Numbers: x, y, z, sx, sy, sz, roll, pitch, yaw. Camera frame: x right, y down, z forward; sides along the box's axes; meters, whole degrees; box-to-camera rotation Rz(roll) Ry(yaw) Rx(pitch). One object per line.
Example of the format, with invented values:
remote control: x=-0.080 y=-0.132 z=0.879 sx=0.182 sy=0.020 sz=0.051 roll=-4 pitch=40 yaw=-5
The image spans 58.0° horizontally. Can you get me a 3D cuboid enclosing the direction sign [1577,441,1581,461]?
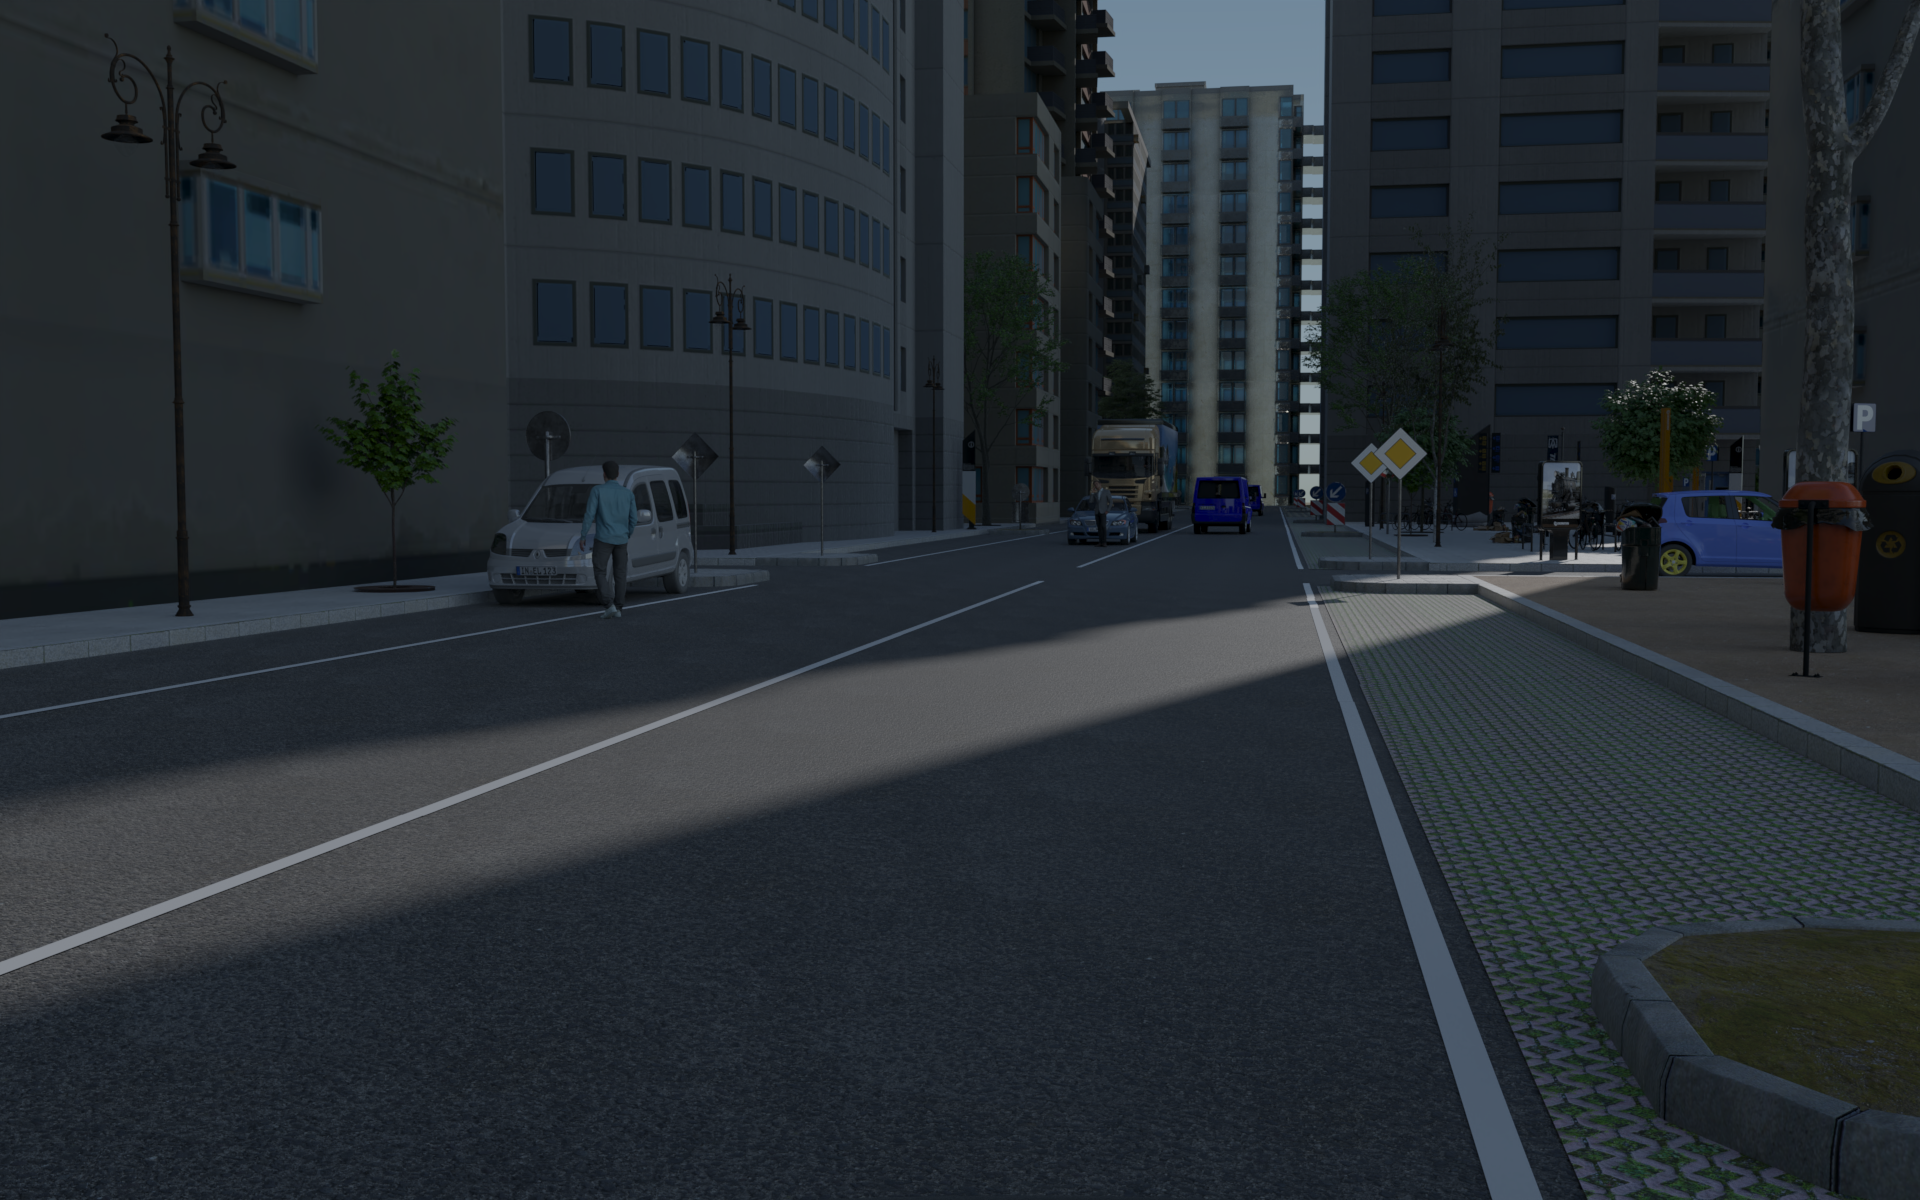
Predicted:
direction sign: x=26.476 y=-5.027 z=74.182 sx=0.379 sy=3.537 sz=0.876 roll=1 pitch=4 yaw=13

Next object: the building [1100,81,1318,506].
building: x=25.841 y=-35.756 z=204.223 sx=30.456 sy=49.044 sz=23.786 roll=1 pitch=4 yaw=10

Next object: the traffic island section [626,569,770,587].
traffic island section: x=-4.319 y=-0.359 z=28.154 sx=2.009 sy=0.180 sz=2.903 roll=1 pitch=4 yaw=10

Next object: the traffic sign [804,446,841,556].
traffic sign: x=-2.864 y=-1.976 z=35.944 sx=0.795 sy=2.450 sz=0.064 roll=1 pitch=4 yaw=10

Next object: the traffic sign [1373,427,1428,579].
traffic sign: x=6.618 y=-1.373 z=26.087 sx=0.795 sy=2.450 sz=0.064 roll=1 pitch=4 yaw=10

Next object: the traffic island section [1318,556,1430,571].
traffic island section: x=8.073 y=-0.718 z=34.016 sx=2.009 sy=0.180 sz=2.903 roll=1 pitch=4 yaw=10

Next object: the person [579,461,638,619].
person: x=-4.047 y=-0.707 z=20.073 sx=0.660 sy=1.820 sz=0.620 roll=-3 pitch=4 yaw=-36

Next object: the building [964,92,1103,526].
building: x=-7.701 y=-15.072 z=91.462 sx=27.650 sy=21.520 sz=28.899 roll=1 pitch=4 yaw=10

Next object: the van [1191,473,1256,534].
van: x=9.648 y=-3.616 z=63.504 sx=2.240 sy=2.365 sz=5.245 roll=1 pitch=4 yaw=12

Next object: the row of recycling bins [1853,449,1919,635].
row of recycling bins: x=9.198 y=-0.474 z=14.857 sx=1.069 sy=1.692 sz=3.534 roll=-1 pitch=4 yaw=-16

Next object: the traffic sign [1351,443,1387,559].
traffic sign: x=8.048 y=-1.853 z=33.944 sx=0.795 sy=2.450 sz=0.064 roll=1 pitch=4 yaw=10

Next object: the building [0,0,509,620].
building: x=-19.872 y=-24.195 z=19.284 sx=21.600 sy=48.544 sz=21.300 roll=1 pitch=4 yaw=10

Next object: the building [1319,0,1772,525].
building: x=29.688 y=-33.509 z=89.867 sx=21.231 sy=58.520 sz=28.212 roll=1 pitch=4 yaw=10

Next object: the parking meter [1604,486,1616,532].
parking meter: x=21.778 y=-3.035 z=58.040 sx=0.372 sy=1.533 sz=0.369 roll=0 pitch=3 yaw=0

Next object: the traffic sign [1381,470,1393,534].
traffic sign: x=13.622 y=-3.364 z=55.103 sx=0.768 sy=2.556 sz=0.104 roll=1 pitch=4 yaw=13

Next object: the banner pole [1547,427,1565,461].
banner pole: x=22.269 y=-4.567 z=64.695 sx=0.401 sy=3.779 sz=0.863 roll=-3 pitch=4 yaw=-38

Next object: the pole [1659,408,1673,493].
pole: x=16.726 y=-2.893 z=41.136 sx=0.158 sy=3.312 sz=0.155 roll=0 pitch=3 yaw=0

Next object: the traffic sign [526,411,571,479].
traffic sign: x=-6.318 y=-1.616 z=26.534 sx=0.768 sy=2.556 sz=0.104 roll=1 pitch=4 yaw=16

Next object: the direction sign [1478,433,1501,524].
direction sign: x=19.599 y=-4.415 z=64.178 sx=0.876 sy=3.537 sz=0.379 roll=3 pitch=5 yaw=45

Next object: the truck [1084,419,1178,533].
truck: x=6.780 y=-4.774 z=66.962 sx=2.839 sy=4.237 sz=11.283 roll=1 pitch=4 yaw=11

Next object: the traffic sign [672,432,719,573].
traffic sign: x=-4.294 y=-1.495 z=28.088 sx=0.795 sy=2.450 sz=0.064 roll=1 pitch=4 yaw=10

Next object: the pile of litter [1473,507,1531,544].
pile of litter: x=14.444 y=-1.930 z=45.520 sx=1.719 sy=0.858 sz=1.176 roll=-3 pitch=5 yaw=-42

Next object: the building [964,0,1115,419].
building: x=-0.467 y=-28.849 z=126.302 sx=22.147 sy=44.769 sz=28.867 roll=1 pitch=4 yaw=10

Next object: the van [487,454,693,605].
van: x=-4.994 y=-1.021 z=23.712 sx=2.013 sy=2.044 sz=4.112 roll=1 pitch=4 yaw=9

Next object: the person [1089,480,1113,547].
person: x=3.816 y=-2.339 z=46.923 sx=0.473 sy=1.802 sz=0.592 roll=-3 pitch=5 yaw=-40

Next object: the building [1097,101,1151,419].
building: x=6.204 y=-29.250 z=170.118 sx=23.993 sy=40.220 sz=32.217 roll=1 pitch=4 yaw=10

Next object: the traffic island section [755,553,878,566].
traffic island section: x=-2.888 y=-0.840 z=36.010 sx=2.009 sy=0.180 sz=2.903 roll=1 pitch=4 yaw=10

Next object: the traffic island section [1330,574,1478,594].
traffic island section: x=6.642 y=-0.237 z=26.160 sx=2.009 sy=0.180 sz=2.903 roll=1 pitch=4 yaw=10

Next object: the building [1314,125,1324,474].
building: x=55.876 y=-35.447 z=199.174 sx=30.456 sy=49.044 sz=23.786 roll=1 pitch=4 yaw=10

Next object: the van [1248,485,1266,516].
van: x=19.083 y=-6.738 z=114.552 sx=2.240 sy=2.365 sz=5.245 roll=1 pitch=4 yaw=11

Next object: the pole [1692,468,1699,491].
pole: x=22.286 y=-3.586 z=52.472 sx=0.158 sy=3.312 sz=0.155 roll=0 pitch=3 yaw=0

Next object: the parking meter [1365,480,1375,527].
parking meter: x=16.079 y=-3.806 z=67.944 sx=0.255 sy=1.863 sz=0.399 roll=-1 pitch=4 yaw=-14

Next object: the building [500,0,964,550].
building: x=-12.689 y=-31.133 z=51.016 sx=21.231 sy=58.520 sz=28.212 roll=1 pitch=4 yaw=10

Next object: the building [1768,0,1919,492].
building: x=75.479 y=-32.959 z=162.584 sx=21.600 sy=48.544 sz=21.300 roll=1 pitch=4 yaw=10

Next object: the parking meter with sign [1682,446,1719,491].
parking meter with sign: x=26.435 y=-4.049 z=62.469 sx=1.738 sy=3.016 sz=0.543 roll=-1 pitch=4 yaw=-17

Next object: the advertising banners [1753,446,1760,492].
advertising banners: x=29.343 y=-4.058 z=62.541 sx=2.074 sy=3.025 sz=0.090 roll=-3 pitch=4 yaw=-37

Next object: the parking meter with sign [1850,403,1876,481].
parking meter with sign: x=17.086 y=-2.317 z=34.140 sx=0.543 sy=3.016 sz=1.738 roll=-1 pitch=4 yaw=-19
